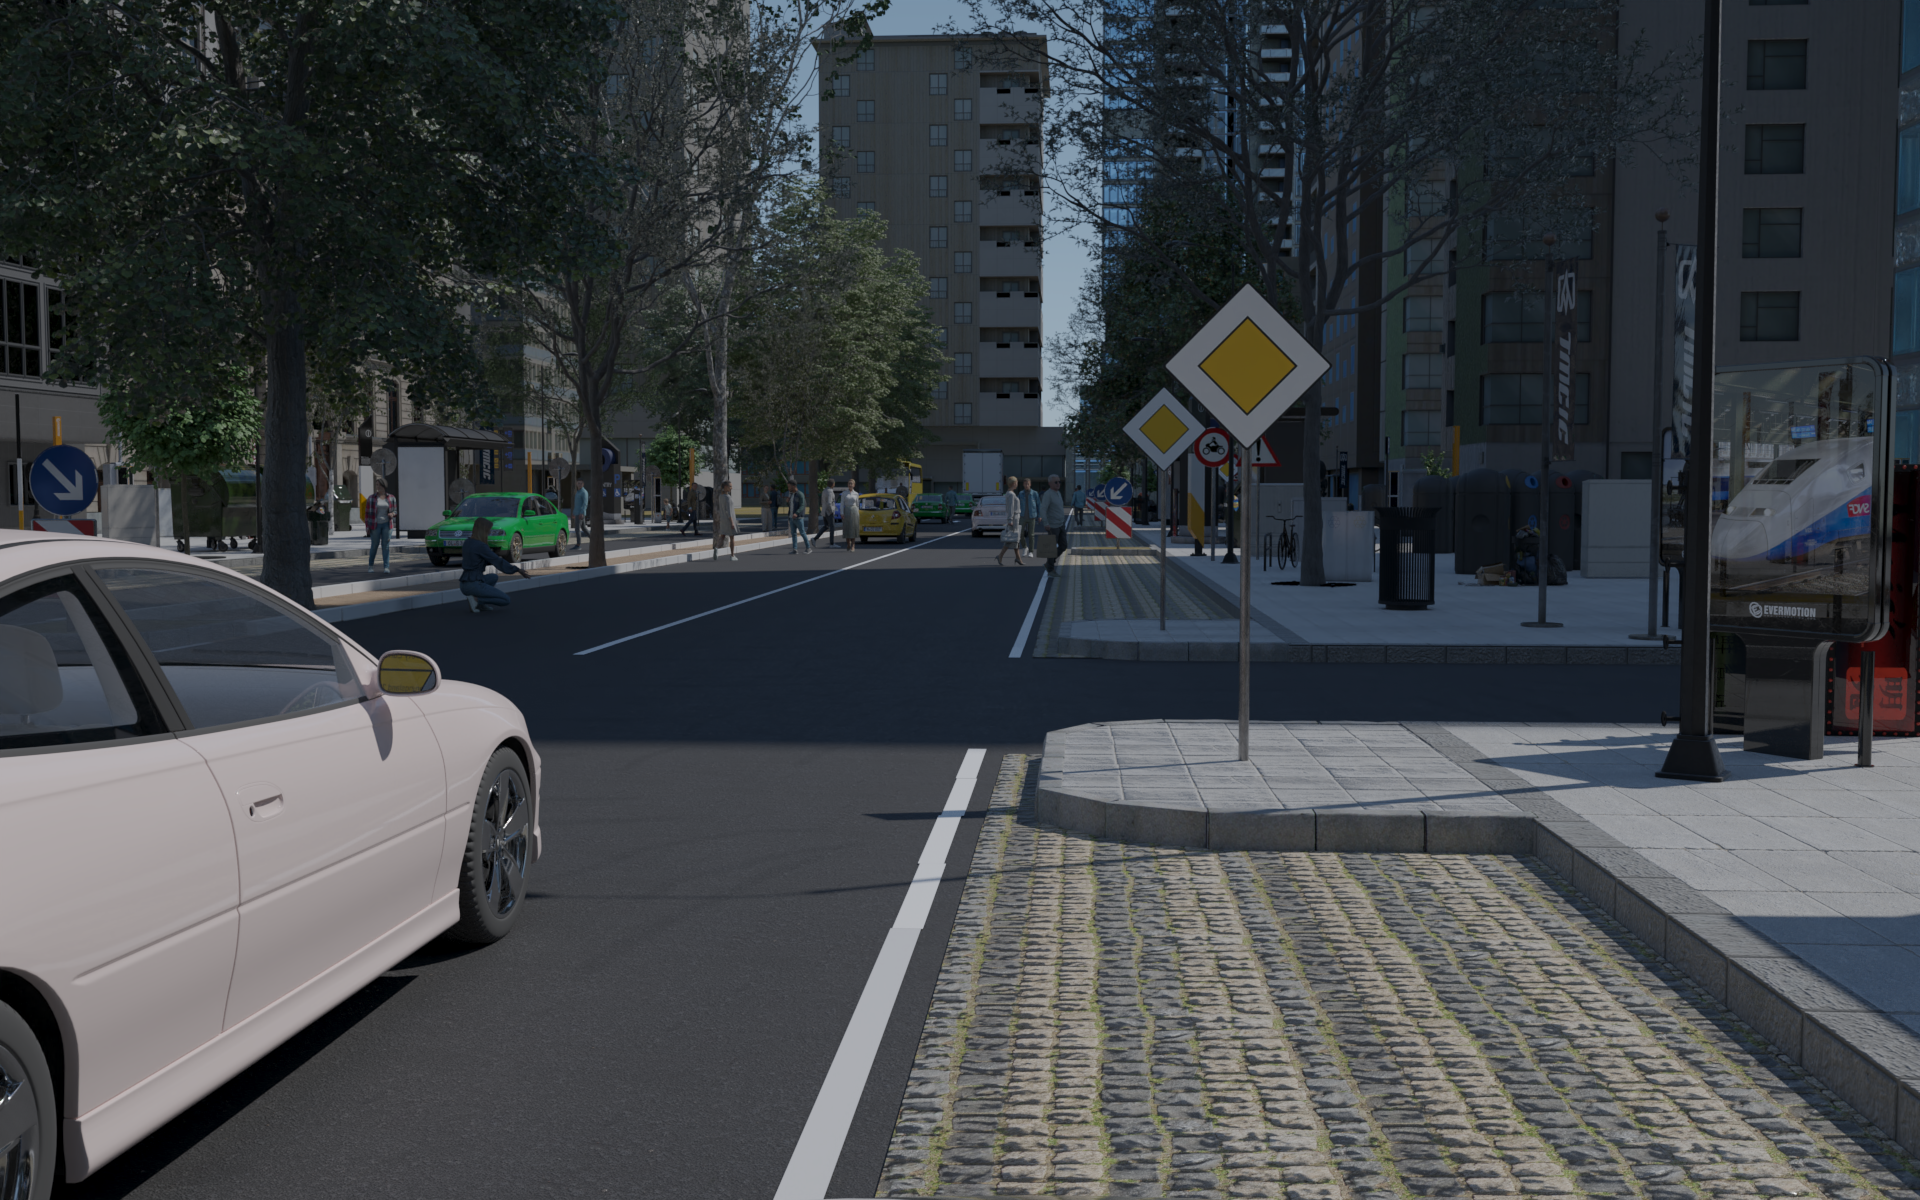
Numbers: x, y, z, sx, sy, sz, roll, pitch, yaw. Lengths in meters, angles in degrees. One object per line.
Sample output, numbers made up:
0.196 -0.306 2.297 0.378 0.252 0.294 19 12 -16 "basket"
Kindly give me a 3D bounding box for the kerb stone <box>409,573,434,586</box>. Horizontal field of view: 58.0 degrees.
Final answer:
-8.589 -0.316 27.354 0.120 0.150 1.000 0 4 4 "kerb stone"

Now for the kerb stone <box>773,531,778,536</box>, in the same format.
-6.422 -2.255 59.062 0.120 0.150 1.000 0 4 4 "kerb stone"

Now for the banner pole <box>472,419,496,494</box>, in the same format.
-15.398 -4.021 55.768 0.863 3.779 0.401 -1 4 -18 "banner pole"

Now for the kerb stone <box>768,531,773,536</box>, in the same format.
-6.496 -2.192 58.034 0.120 0.150 1.000 0 4 4 "kerb stone"

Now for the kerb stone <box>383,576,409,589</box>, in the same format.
-8.665 -0.248 26.333 0.120 0.150 1.000 0 4 4 "kerb stone"

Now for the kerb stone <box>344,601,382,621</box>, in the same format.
-6.977 0.133 20.024 0.120 0.150 1.000 0 4 4 "kerb stone"

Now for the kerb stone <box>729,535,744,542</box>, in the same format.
-6.847 -1.880 52.929 0.120 0.150 1.000 0 4 4 "kerb stone"

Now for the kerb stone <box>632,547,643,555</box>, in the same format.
-7.679 -1.129 40.657 0.120 0.150 1.000 0 4 4 "kerb stone"

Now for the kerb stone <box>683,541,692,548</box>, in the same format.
-7.332 -1.438 45.775 0.120 0.150 1.000 0 4 4 "kerb stone"

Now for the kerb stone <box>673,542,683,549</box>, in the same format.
-7.405 -1.380 44.750 0.120 0.150 1.000 0 4 4 "kerb stone"

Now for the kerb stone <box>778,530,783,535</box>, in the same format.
-6.360 -2.315 60.083 0.120 0.150 1.000 0 4 4 "kerb stone"

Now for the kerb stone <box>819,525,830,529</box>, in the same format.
-5.590 -3.003 71.316 0.120 0.150 1.000 0 4 4 "kerb stone"

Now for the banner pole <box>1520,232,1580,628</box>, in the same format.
5.665 -1.617 16.455 0.401 3.779 0.863 0 4 -5 "banner pole"

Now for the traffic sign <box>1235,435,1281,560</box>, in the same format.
5.803 -2.062 33.711 0.884 2.594 0.081 1 4 12 "traffic sign"

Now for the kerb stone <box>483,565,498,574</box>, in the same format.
-8.381 -0.504 30.429 0.120 0.150 1.000 0 4 4 "kerb stone"

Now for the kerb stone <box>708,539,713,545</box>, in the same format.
-7.128 -1.626 48.846 0.120 0.150 1.000 0 4 4 "kerb stone"

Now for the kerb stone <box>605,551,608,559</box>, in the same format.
-7.900 -0.942 37.598 0.120 0.150 1.000 0 4 4 "kerb stone"

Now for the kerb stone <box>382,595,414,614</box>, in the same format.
-6.918 0.074 21.051 0.120 0.150 1.000 0 4 4 "kerb stone"

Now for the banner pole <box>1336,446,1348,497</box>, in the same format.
19.651 -6.080 89.429 0.863 3.779 0.401 -1 4 -19 "banner pole"

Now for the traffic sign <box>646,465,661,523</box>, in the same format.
-13.627 -4.682 76.656 0.768 2.556 0.104 1 4 10 "traffic sign"

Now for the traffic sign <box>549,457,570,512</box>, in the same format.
-13.891 -3.664 60.018 0.768 2.556 0.104 1 4 9 "traffic sign"

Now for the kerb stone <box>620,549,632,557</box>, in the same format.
-7.756 -1.067 39.637 0.120 0.150 1.000 0 4 4 "kerb stone"

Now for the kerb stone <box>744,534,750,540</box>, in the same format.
-6.780 -1.942 53.949 0.120 0.150 1.000 0 4 4 "kerb stone"

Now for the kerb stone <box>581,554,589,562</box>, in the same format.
-7.964 -0.879 36.571 0.120 0.150 1.000 0 4 4 "kerb stone"

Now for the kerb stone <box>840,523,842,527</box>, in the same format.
-5.310 -3.253 75.414 0.120 0.150 1.000 0 4 4 "kerb stone"

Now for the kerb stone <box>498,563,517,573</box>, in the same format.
-8.311 -0.566 31.455 0.120 0.150 1.000 0 4 4 "kerb stone"

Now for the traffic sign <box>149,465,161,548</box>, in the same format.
-16.955 -2.229 36.548 0.768 2.556 0.104 1 4 13 "traffic sign"

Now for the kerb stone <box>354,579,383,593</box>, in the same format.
-8.729 -0.191 25.311 0.120 0.150 1.000 0 4 4 "kerb stone"

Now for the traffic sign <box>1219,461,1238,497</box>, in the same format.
8.227 -3.193 53.388 0.795 2.450 0.064 1 4 10 "traffic sign"

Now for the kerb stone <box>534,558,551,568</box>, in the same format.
-8.172 -0.691 33.500 0.120 0.150 1.000 0 4 4 "kerb stone"

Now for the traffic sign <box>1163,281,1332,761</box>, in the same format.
1.362 -0.284 8.280 0.795 2.450 0.064 0 4 4 "traffic sign"

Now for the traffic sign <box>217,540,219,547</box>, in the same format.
-17.966 -2.558 41.927 0.768 2.556 0.104 0 4 5 "traffic sign"

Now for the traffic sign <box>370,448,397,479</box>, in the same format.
-16.018 -2.936 48.104 0.768 2.556 0.104 0 4 6 "traffic sign"

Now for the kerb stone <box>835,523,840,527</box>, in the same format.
-5.377 -3.193 74.394 0.120 0.150 1.000 0 4 4 "kerb stone"

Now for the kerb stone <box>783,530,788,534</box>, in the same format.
-6.290 -2.378 61.103 0.120 0.150 1.000 0 4 4 "kerb stone"

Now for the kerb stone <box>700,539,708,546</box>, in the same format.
-7.195 -1.567 47.825 0.120 0.150 1.000 0 4 4 "kerb stone"

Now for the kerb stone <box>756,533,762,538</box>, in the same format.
-6.636 -2.067 55.988 0.120 0.150 1.000 0 4 4 "kerb stone"

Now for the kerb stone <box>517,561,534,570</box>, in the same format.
-8.248 -0.620 32.476 0.120 0.150 1.000 0 4 4 "kerb stone"

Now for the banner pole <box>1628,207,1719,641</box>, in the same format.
6.346 -1.547 15.317 0.863 3.779 0.401 -1 4 -23 "banner pole"

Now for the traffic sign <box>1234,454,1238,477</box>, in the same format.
8.335 -3.270 53.567 0.768 2.556 0.104 0 4 5 "traffic sign"

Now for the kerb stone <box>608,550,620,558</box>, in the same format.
-7.820 -1.004 38.617 0.120 0.150 1.000 0 4 4 "kerb stone"

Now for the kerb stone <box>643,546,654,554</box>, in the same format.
-7.608 -1.191 41.686 0.120 0.150 1.000 0 4 4 "kerb stone"

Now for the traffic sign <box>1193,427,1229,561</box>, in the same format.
4.838 -2.015 33.057 0.768 2.556 0.104 1 4 12 "traffic sign"

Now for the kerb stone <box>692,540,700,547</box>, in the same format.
-7.271 -1.499 46.806 0.120 0.150 1.000 0 4 4 "kerb stone"

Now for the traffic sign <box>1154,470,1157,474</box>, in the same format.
10.299 -5.508 90.163 0.768 2.556 0.104 1 4 12 "traffic sign"

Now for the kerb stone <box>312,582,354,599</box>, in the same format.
-8.798 -0.128 24.288 0.120 0.150 1.000 0 4 4 "kerb stone"

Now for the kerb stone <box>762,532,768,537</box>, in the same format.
-6.564 -2.130 57.013 0.120 0.150 1.000 0 4 4 "kerb stone"

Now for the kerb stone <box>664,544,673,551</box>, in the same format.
-7.475 -1.315 43.728 0.120 0.150 1.000 0 4 4 "kerb stone"

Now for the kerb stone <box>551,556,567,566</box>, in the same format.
-8.096 -0.754 34.528 0.120 0.150 1.000 0 4 4 "kerb stone"

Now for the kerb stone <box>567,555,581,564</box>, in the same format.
-8.036 -0.816 35.548 0.120 0.150 1.000 0 4 4 "kerb stone"

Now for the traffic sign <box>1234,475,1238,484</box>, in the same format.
11.246 -4.317 70.587 0.884 2.594 0.081 1 4 10 "traffic sign"

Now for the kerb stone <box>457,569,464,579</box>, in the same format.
-8.447 -0.441 29.405 0.120 0.150 1.000 0 4 4 "kerb stone"

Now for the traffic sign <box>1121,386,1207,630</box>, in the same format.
1.906 -0.771 16.246 0.795 2.450 0.064 0 4 4 "traffic sign"

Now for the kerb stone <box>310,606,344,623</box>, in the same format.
-7.059 0.195 19.004 0.120 0.150 1.000 0 4 4 "kerb stone"

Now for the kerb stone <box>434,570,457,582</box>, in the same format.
-8.523 -0.378 28.381 0.120 0.150 1.000 0 4 4 "kerb stone"

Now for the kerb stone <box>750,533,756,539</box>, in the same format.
-6.705 -2.004 54.968 0.120 0.150 1.000 0 4 4 "kerb stone"

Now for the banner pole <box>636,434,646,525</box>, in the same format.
-13.209 -5.019 72.076 0.401 3.779 0.863 -2 4 -30 "banner pole"

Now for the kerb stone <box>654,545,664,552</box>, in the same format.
-7.547 -1.255 42.707 0.120 0.150 1.000 0 4 4 "kerb stone"

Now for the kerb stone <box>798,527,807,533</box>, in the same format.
-6.010 -2.629 65.187 0.120 0.150 1.000 0 4 4 "kerb stone"
